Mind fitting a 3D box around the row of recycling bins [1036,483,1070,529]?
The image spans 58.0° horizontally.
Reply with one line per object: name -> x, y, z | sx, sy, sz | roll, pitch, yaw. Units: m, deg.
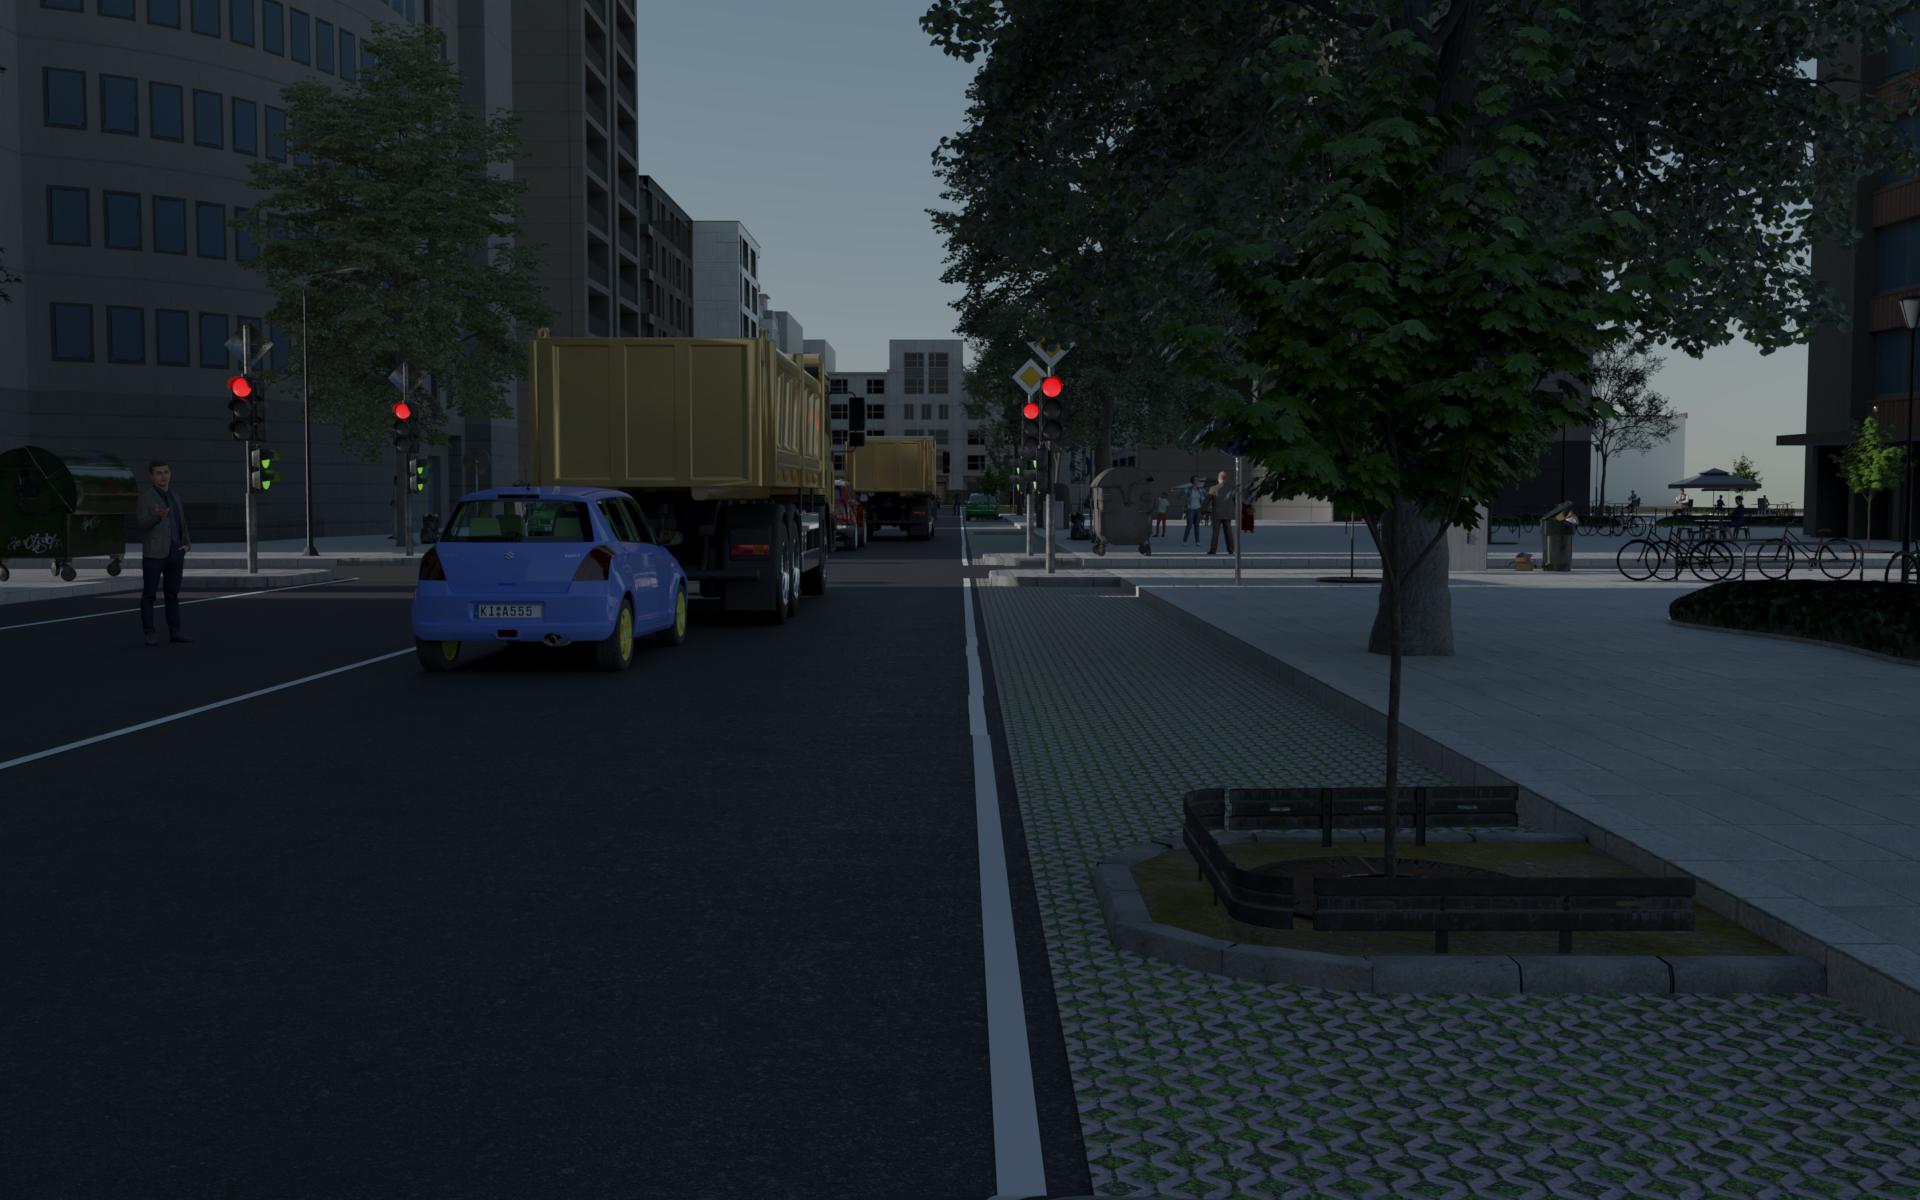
row of recycling bins -> 3.499, -3.521, 64.684 | 1.069, 1.692, 3.534 | 0, 4, -5

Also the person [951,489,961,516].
person -> -0.272, -6.508, 115.362 | 0.568, 1.767, 0.683 | 3, 5, 45

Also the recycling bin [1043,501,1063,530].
recycling bin -> 3.360, -3.049, 62.413 | 0.722, 1.027, 0.722 | 0, 4, 4

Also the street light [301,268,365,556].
street light -> -12.933, -3.867, 35.764 | 1.470, 5.913, 1.316 | 0, 3, 0

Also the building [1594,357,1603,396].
building -> 67.853, -21.324, 205.067 | 11.380, 20.091, 16.016 | 0, 3, 0

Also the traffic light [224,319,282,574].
traffic light -> -11.416, -2.383, 27.888 | 0.839, 4.253, 0.868 | 0, 3, 0

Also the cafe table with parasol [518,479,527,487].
cafe table with parasol -> -20.988, -4.604, 80.135 | 2.610, 1.966, 2.610 | -1, 4, -19

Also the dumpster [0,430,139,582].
dumpster -> -13.572, -1.444, 26.101 | 1.502, 2.255, 1.985 | 0, 3, 0

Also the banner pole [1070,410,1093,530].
banner pole -> 3.683, -3.764, 51.552 | 0.863, 3.779, 0.401 | -1, 4, -9

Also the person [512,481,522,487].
person -> -10.621, -1.975, 41.456 | 0.551, 1.740, 0.621 | 0, 4, 6

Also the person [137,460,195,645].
person -> -7.506, -0.456, 16.493 | 0.750, 1.759, 0.617 | 3, 4, 37

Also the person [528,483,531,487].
person -> -17.378, -3.869, 70.020 | 0.841, 1.734, 0.376 | -2, 4, -32

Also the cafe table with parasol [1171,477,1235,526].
cafe table with parasol -> 9.960, -3.979, 69.926 | 2.610, 1.966, 2.610 | 2, 4, 26

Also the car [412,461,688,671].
car -> -3.498, -0.352, 15.339 | 1.945, 1.707, 3.694 | 0, 4, 1

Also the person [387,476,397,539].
person -> -15.938, -2.614, 48.936 | 0.789, 1.805, 0.875 | 0, 4, 3

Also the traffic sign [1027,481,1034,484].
traffic sign -> 3.808, -5.895, 96.393 | 0.884, 2.594, 0.081 | 0, 4, 6

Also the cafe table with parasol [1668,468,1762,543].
cafe table with parasol -> 19.788, -2.485, 45.494 | 2.610, 1.966, 2.610 | -2, 4, -23

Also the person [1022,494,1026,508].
person -> 5.923, -9.636, 164.387 | 0.445, 1.727, 0.742 | 1, 4, 22

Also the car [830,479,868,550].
car -> -3.604, -2.257, 45.575 | 2.281, 1.827, 5.304 | 0, 4, 1

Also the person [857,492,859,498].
person -> -5.974, -5.444, 98.975 | 0.593, 1.643, 0.415 | 2, 4, 30

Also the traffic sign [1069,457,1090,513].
traffic sign -> 3.936, -3.454, 56.573 | 0.768, 2.556, 0.104 | 0, 4, 5

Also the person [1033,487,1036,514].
person -> 4.709, -6.303, 110.009 | 0.530, 1.710, 0.541 | 0, 4, 1

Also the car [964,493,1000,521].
car -> 1.191, -5.136, 92.767 | 1.959, 1.807, 4.718 | 0, 4, 0

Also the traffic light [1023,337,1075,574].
traffic light -> 1.445, -2.384, 27.907 | 0.839, 4.253, 0.868 | 0, 3, 0

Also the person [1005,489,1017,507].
person -> 4.939, -9.797, 166.360 | 1.348, 1.807, 0.705 | 2, 4, 34

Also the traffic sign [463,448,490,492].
traffic sign -> -13.282, -2.903, 47.573 | 0.768, 2.556, 0.104 | 0, 4, 5

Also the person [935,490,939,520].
person -> -1.321, -5.320, 96.956 | 0.415, 1.643, 0.593 | -3, 4, -38

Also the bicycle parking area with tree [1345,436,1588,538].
bicycle parking area with tree -> 16.810, -4.091, 53.884 | 8.231, 4.147, 9.016 | -1, 4, -9

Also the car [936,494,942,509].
car -> -2.838, -9.998, 173.249 | 2.009, 1.686, 4.222 | 0, 4, -1

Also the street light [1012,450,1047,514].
street light -> 2.940, -5.982, 70.346 | 1.470, 5.913, 1.316 | 0, 3, 0

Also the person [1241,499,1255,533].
person -> 9.586, -3.006, 57.659 | 0.523, 1.526, 0.387 | 2, 4, 32

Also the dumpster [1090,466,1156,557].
dumpster -> 3.417, -1.866, 36.263 | 1.264, 1.857, 1.865 | 0, 3, 0

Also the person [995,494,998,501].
person -> 2.032, -5.503, 99.190 | 0.376, 1.734, 0.841 | 0, 4, 7

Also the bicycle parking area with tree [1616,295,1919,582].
bicycle parking area with tree -> 13.936, -2.177, 22.599 | 9.016, 4.147, 8.231 | 0, 4, 7

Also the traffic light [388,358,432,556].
traffic light -> -11.418, -2.872, 35.873 | 0.839, 4.253, 0.868 | 0, 3, 0

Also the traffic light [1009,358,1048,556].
traffic light -> 1.443, -2.873, 35.892 | 0.839, 4.253, 0.868 | 0, 3, 0

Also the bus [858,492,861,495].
bus -> -8.495, -10.290, 163.103 | 2.948, 3.499, 13.247 | 0, 3, 0

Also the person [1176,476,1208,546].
person -> 5.747, -2.193, 42.616 | 0.841, 1.734, 0.376 | 0, 4, -8

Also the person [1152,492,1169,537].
person -> 6.005, -2.561, 51.824 | 0.435, 1.345, 0.340 | -2, 4, -35

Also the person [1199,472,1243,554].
person -> 5.556, -1.858, 36.967 | 0.990, 1.755, 0.434 | -1, 4, -10

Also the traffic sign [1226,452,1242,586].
traffic sign -> 3.886, -1.471, 24.149 | 0.768, 2.556, 0.104 | 0, 4, 3
